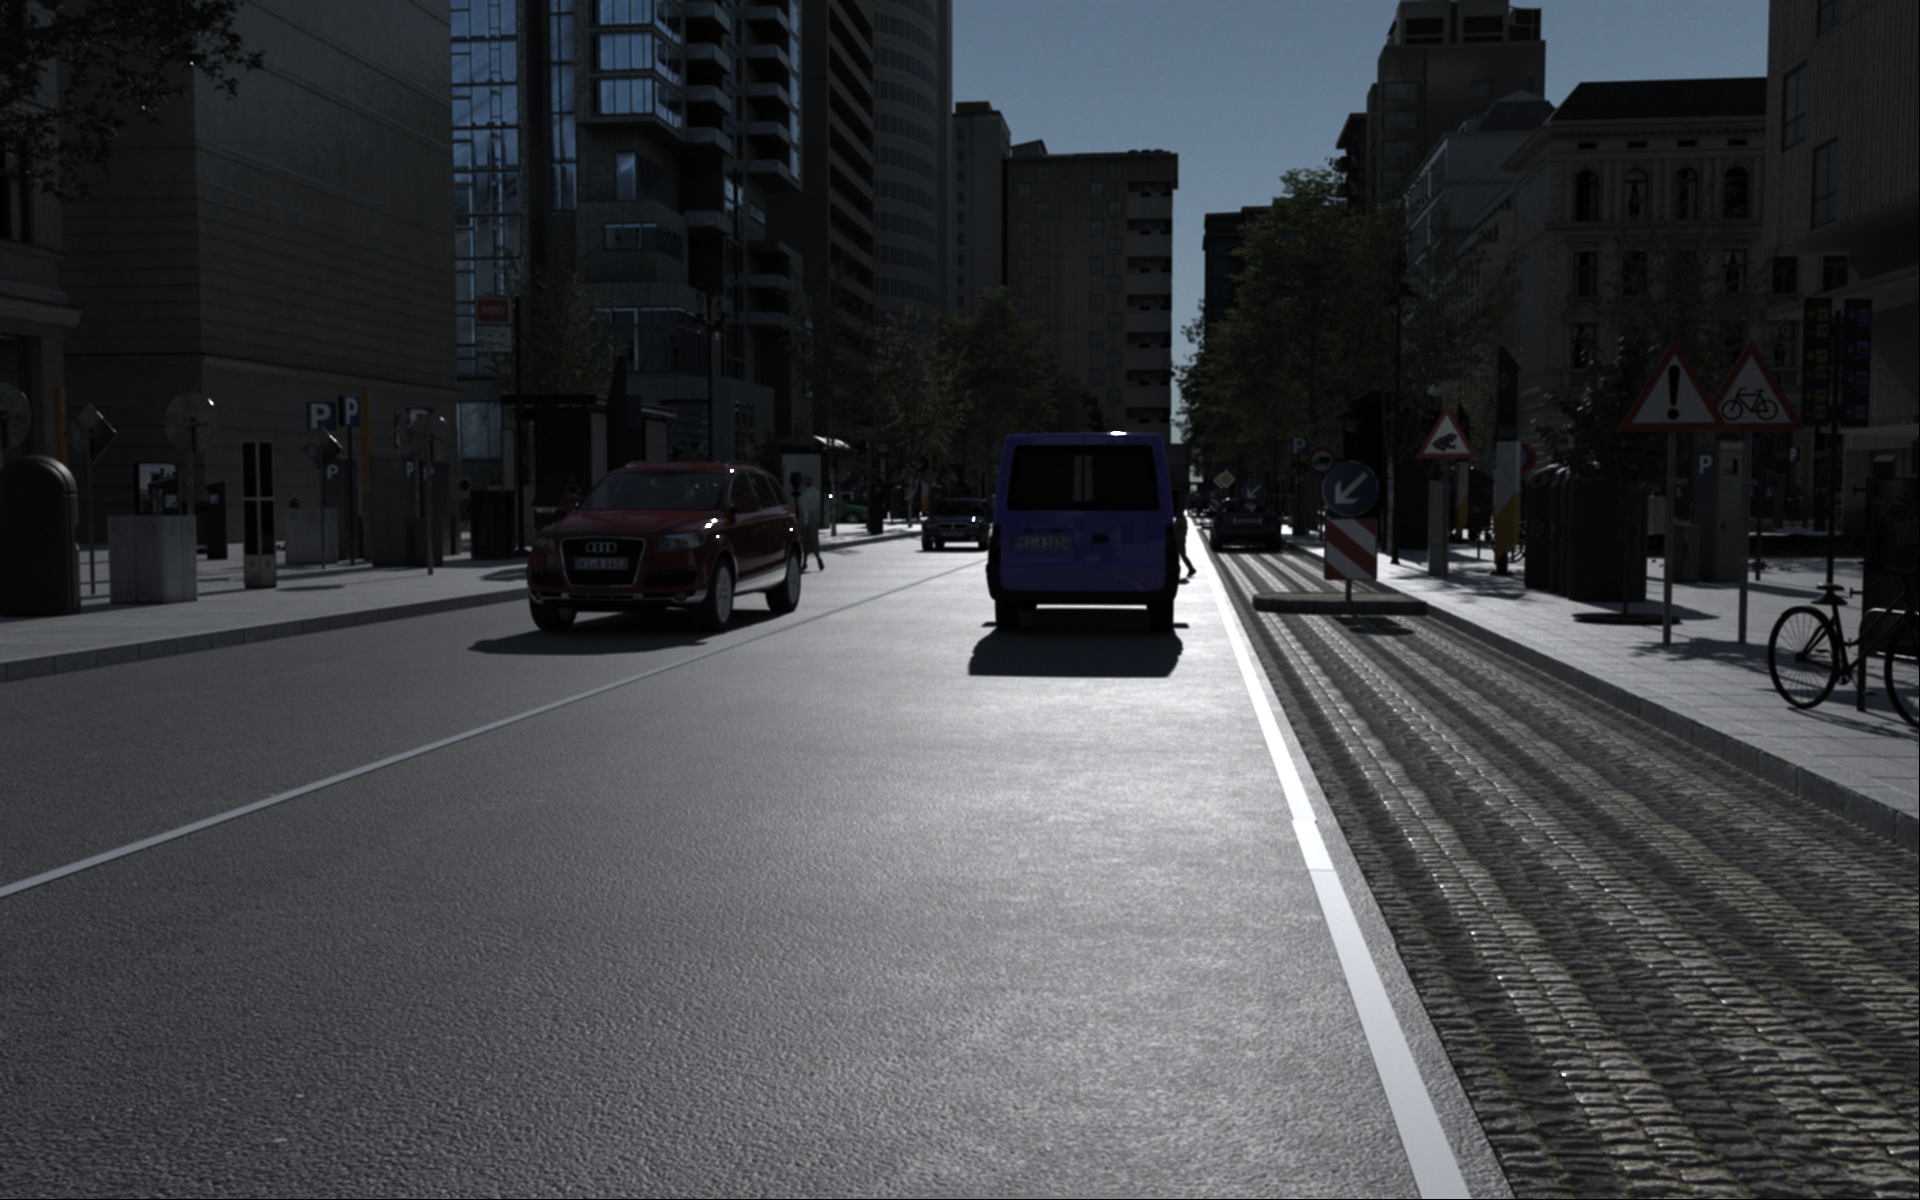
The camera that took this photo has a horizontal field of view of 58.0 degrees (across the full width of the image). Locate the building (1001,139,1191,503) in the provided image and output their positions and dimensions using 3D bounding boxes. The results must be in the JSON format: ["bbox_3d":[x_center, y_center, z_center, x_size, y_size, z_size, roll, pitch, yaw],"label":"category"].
[{"bbox_3d":[21.436,-41.290,264.330,27.495,52.752,28.713,0,4,7],"label":"building"}]

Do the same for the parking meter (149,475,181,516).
[{"bbox_3d":[-10.587,-0.899,23.108,0.372,1.533,0.369,0,3,0],"label":"parking meter"}]

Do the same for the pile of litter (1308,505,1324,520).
[{"bbox_3d":[17.751,-4.453,86.764,1.719,0.858,1.176,0,4,3],"label":"pile of litter"}]

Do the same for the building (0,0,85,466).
[{"bbox_3d":[-26.582,-10.273,18.875,10.553,20.767,40.483,0,4,7],"label":"building"}]

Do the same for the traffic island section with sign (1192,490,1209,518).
[{"bbox_3d":[14.987,-5.775,103.043,1.989,1.847,2.006,0,4,7],"label":"traffic island section with sign"}]

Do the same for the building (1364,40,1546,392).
[{"bbox_3d":[45.489,-29.189,160.827,14.154,41.232,14.086,0,4,7],"label":"building"}]

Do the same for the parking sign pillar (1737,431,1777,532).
[{"bbox_3d":[27.192,-4.329,59.244,1.447,3.967,1.447,-1,4,-21],"label":"parking sign pillar"}]

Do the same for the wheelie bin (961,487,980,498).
[{"bbox_3d":[0.529,-4.584,82.862,0.980,1.594,0.693,-3,5,-43],"label":"wheelie bin"}]

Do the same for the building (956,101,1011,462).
[{"bbox_3d":[-6.631,-44.172,264.217,28.212,58.520,21.231,0,4,7],"label":"building"}]

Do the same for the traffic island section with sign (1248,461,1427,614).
[{"bbox_3d":[4.666,-0.789,21.525,1.989,1.847,2.006,0,4,7],"label":"traffic island section with sign"}]

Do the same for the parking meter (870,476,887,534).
[{"bbox_3d":[-2.654,-3.032,55.282,0.399,1.863,0.255,-2,4,-29],"label":"parking meter"}]

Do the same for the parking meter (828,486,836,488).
[{"bbox_3d":[-6.348,-4.919,86.143,0.255,1.863,0.399,-3,4,-37],"label":"parking meter"}]

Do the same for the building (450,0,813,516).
[{"bbox_3d":[-21.760,-48.743,109.617,22.319,86.520,31.000,0,4,7],"label":"building"}]

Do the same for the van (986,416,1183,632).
[{"bbox_3d":[1.465,-0.939,19.732,2.240,2.365,5.245,0,4,6],"label":"van"}]

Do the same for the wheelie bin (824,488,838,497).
[{"bbox_3d":[-6.325,-4.667,84.220,0.980,1.594,0.693,2,4,29],"label":"wheelie bin"}]

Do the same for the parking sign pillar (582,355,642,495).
[{"bbox_3d":[-6.684,-2.809,34.395,1.447,3.967,1.447,-1,4,-22],"label":"parking sign pillar"}]

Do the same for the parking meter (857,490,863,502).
[{"bbox_3d":[-6.381,-6.256,110.688,0.372,1.533,0.369,0,3,0],"label":"parking meter"}]

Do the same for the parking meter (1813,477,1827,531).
[{"bbox_3d":[29.602,-3.295,59.590,0.255,1.863,0.399,0,4,-2],"label":"parking meter"}]

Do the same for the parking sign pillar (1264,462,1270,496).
[{"bbox_3d":[20.272,-7.717,114.643,1.447,3.967,1.447,1,4,12],"label":"parking sign pillar"}]

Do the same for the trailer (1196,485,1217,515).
[{"bbox_3d":[16.104,-6.461,112.687,1.471,1.999,3.904,0,4,5],"label":"trailer"}]

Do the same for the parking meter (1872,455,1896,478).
[{"bbox_3d":[13.820,-1.237,25.942,0.255,1.863,0.399,3,4,38],"label":"parking meter"}]

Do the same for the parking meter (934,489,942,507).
[{"bbox_3d":[-1.023,-4.392,80.212,0.372,1.533,0.369,0,3,0],"label":"parking meter"}]

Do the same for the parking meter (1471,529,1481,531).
[{"bbox_3d":[17.045,-2.986,57.235,0.372,1.533,0.369,0,3,0],"label":"parking meter"}]

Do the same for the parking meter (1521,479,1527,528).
[{"bbox_3d":[20.102,-3.450,62.122,0.399,1.863,0.255,1,4,22],"label":"parking meter"}]

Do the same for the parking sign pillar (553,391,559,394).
[{"bbox_3d":[-10.551,-3.439,44.702,1.447,3.967,1.447,-1,4,-11],"label":"parking sign pillar"}]

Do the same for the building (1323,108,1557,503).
[{"bbox_3d":[53.998,-33.099,195.786,22.147,44.769,28.867,0,4,7],"label":"building"}]

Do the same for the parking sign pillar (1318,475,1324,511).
[{"bbox_3d":[27.282,-8.783,132.078,1.447,3.967,1.447,0,4,2],"label":"parking sign pillar"}]

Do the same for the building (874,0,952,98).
[{"bbox_3d":[-12.986,-38.467,170.926,21.231,58.520,28.212,0,4,7],"label":"building"}]

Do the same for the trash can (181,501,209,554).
[{"bbox_3d":[-16.370,-1.561,37.180,0.748,1.137,0.748,0,3,0],"label":"trash can"}]

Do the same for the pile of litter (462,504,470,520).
[{"bbox_3d":[-24.164,-4.327,84.712,1.176,0.858,1.719,-1,4,-20],"label":"pile of litter"}]

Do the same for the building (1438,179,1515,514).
[{"bbox_3d":[37.643,-15.755,112.354,10.420,20.320,16.860,0,4,7],"label":"building"}]

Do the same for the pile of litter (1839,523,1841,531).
[{"bbox_3d":[30.958,-2.783,59.462,1.719,0.858,1.176,-1,4,-15],"label":"pile of litter"}]

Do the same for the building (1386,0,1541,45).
[{"bbox_3d":[73.512,-49.879,253.775,20.611,71.187,20.563,0,4,7],"label":"building"}]

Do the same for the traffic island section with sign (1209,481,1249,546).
[{"bbox_3d":[8.070,-2.434,48.423,1.989,1.847,2.006,0,4,7],"label":"traffic island section with sign"}]

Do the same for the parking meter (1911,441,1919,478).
[{"bbox_3d":[10.457,-0.797,18.736,0.255,1.863,0.399,1,4,14],"label":"parking meter"}]

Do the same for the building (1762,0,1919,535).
[{"bbox_3d":[36.595,-27.462,38.250,28.713,52.752,27.495,0,4,7],"label":"building"}]

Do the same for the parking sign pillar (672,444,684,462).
[{"bbox_3d":[-14.928,-6.450,93.937,1.447,3.967,1.447,-1,4,-16],"label":"parking sign pillar"}]

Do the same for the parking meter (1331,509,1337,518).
[{"bbox_3d":[14.415,-3.545,66.377,0.372,1.533,0.369,0,3,0],"label":"parking meter"}]

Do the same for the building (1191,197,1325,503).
[{"bbox_3d":[49.099,-36.948,258.715,28.867,44.769,22.147,0,4,7],"label":"building"}]

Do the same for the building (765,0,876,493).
[{"bbox_3d":[-19.432,-31.883,144.991,21.300,48.544,21.600,0,4,7],"label":"building"}]

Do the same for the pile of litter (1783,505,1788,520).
[{"bbox_3d":[40.847,-4.438,86.519,1.719,0.858,1.176,3,5,45],"label":"pile of litter"}]

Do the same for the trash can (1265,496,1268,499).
[{"bbox_3d":[23.512,-7.466,133.722,0.748,1.137,0.748,0,3,0],"label":"trash can"}]

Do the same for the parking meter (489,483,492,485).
[{"bbox_3d":[-24.110,-5.128,89.551,0.399,1.863,0.255,2,4,35],"label":"parking meter"}]

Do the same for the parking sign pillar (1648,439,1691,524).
[{"bbox_3d":[24.737,-4.453,61.281,1.447,3.967,1.447,-1,4,-18],"label":"parking sign pillar"}]

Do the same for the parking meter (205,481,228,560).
[{"bbox_3d":[-14.622,-1.568,34.056,0.372,1.533,0.369,0,3,0],"label":"parking meter"}]

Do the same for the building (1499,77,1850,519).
[{"bbox_3d":[40.204,-16.178,93.387,19.941,23.489,11.050,0,4,7],"label":"building"}]

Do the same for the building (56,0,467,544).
[{"bbox_3d":[-39.556,-16.971,53.896,44.131,29.872,17.030,0,4,7],"label":"building"}]

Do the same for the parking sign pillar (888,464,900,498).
[{"bbox_3d":[-6.055,-10.229,155.708,1.447,3.967,1.447,1,4,18],"label":"parking sign pillar"}]

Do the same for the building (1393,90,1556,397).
[{"bbox_3d":[41.195,-21.897,135.502,11.434,29.767,29.804,0,4,7],"label":"building"}]

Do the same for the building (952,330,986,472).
[{"bbox_3d":[-12.626,-22.102,206.411,28.899,21.520,27.650,0,4,7],"label":"building"}]
